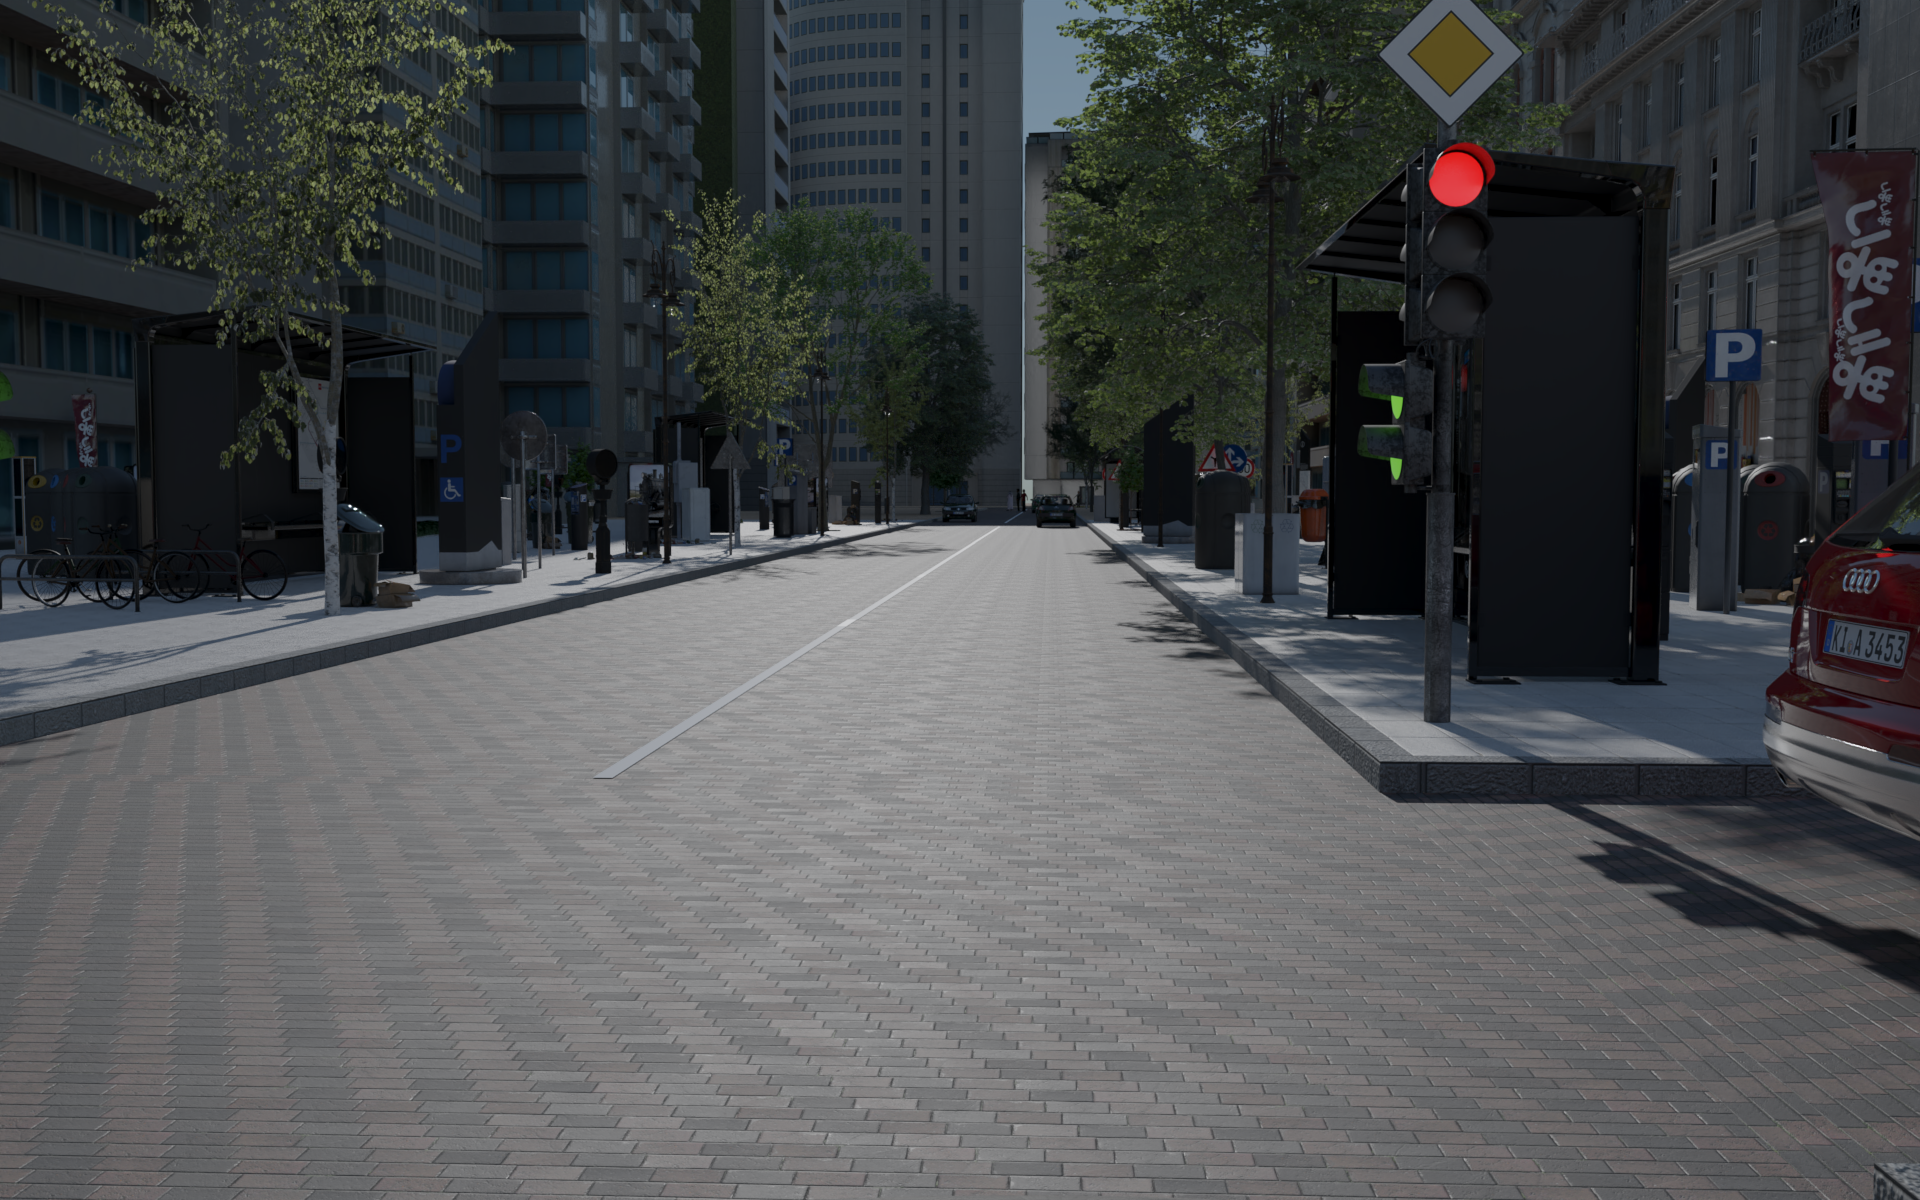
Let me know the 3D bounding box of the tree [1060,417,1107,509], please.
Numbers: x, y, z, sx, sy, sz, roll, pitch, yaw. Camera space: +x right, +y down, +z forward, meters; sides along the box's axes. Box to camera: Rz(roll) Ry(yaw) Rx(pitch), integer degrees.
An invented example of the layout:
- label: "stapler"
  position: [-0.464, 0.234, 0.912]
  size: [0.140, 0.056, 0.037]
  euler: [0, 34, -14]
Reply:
- label: "tree"
  position: [10.633, -11.998, 146.524]
  size: [4.737, 8.622, 4.395]
  euler: [0, 3, 0]

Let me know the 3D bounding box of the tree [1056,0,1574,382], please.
- label: "tree"
  position: [5.123, -6.579, 25.688]
  size: [7.486, 12.596, 7.792]
  euler: [0, 3, 0]

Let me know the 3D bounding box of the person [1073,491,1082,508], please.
- label: "person"
  position: [11.232, -9.537, 165.138]
  size: [0.721, 1.735, 1.217]
  euler: [-3, 5, -41]

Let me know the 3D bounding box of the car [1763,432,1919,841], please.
- label: "car"
  position: [5.372, 0.206, 5.299]
  size: [5.304, 1.827, 2.281]
  euler: [0, 4, 4]

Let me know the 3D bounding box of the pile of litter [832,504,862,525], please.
- label: "pile of litter"
  position: [-4.689, -3.550, 72.013]
  size: [1.176, 0.858, 1.719]
  euler: [-1, 4, -20]

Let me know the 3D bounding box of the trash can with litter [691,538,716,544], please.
- label: "trash can with litter"
  position: [-7.397, -2.038, 44.381]
  size: [2.233, 1.210, 1.678]
  euler: [0, 4, 4]

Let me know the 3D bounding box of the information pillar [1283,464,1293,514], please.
- label: "information pillar"
  position: [7.827, -2.286, 41.872]
  size: [0.304, 2.012, 0.304]
  euler: [3, 4, 38]

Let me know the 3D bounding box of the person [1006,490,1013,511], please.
- label: "person"
  position: [4.308, -8.539, 148.787]
  size: [0.621, 1.740, 0.551]
  euler: [3, 5, 42]

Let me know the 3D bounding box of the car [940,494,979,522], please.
- label: "car"
  position: [0.002, -4.859, 89.238]
  size: [2.009, 1.686, 4.222]
  euler: [0, 4, 2]

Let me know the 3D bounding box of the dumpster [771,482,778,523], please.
- label: "dumpster"
  position: [-7.595, -4.300, 76.068]
  size: [1.264, 1.857, 1.865]
  euler: [0, 4, 3]

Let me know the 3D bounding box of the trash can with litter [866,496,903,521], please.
- label: "trash can with litter"
  position: [-3.518, -4.343, 82.063]
  size: [1.678, 1.210, 2.233]
  euler: [-1, 4, -9]

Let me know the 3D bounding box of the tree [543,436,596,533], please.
- label: "tree"
  position: [-12.640, -3.873, 57.918]
  size: [1.663, 3.219, 1.824]
  euler: [0, 3, 0]

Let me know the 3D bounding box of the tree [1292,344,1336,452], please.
- label: "tree"
  position: [16.971, -7.594, 74.529]
  size: [4.360, 8.622, 3.978]
  euler: [0, 3, 0]

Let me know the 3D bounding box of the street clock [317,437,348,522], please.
- label: "street clock"
  position: [-8.001, -1.074, 22.125]
  size: [0.358, 2.002, 0.471]
  euler: [0, 4, 0]

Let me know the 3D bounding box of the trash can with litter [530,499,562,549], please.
- label: "trash can with litter"
  position: [-9.668, -1.793, 40.696]
  size: [0.624, 1.170, 1.055]
  euler: [-3, 5, -41]

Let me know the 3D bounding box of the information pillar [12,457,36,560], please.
- label: "information pillar"
  position: [-18.365, -1.807, 34.037]
  size: [0.304, 2.012, 0.304]
  euler: [2, 4, 28]

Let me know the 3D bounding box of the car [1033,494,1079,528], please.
- label: "car"
  position: [4.184, -4.014, 75.422]
  size: [2.009, 1.686, 4.222]
  euler: [0, 4, 3]

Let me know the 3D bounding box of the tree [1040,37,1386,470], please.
- label: "tree"
  position: [5.151, -6.180, 35.462]
  size: [7.601, 10.594, 8.767]
  euler: [1, 4, 14]

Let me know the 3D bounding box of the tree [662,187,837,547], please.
- label: "tree"
  position: [-5.313, -5.590, 41.763]
  size: [4.360, 8.622, 3.978]
  euler: [0, 3, 0]

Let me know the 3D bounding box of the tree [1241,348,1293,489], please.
- label: "tree"
  position: [14.895, -8.029, 81.637]
  size: [4.360, 8.622, 3.978]
  euler: [0, 3, 0]

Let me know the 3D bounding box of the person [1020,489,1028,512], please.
- label: "person"
  position: [5.052, -7.912, 137.800]
  size: [0.705, 1.831, 1.348]
  euler: [-2, 4, -33]

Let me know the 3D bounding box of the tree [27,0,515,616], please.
- label: "tree"
  position: [-6.885, -4.140, 18.053]
  size: [4.360, 8.622, 3.978]
  euler: [0, 3, 0]

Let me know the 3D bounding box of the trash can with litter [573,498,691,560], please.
- label: "trash can with litter"
  position: [-6.809, -1.427, 34.397]
  size: [2.233, 1.210, 1.678]
  euler: [-3, 5, -43]

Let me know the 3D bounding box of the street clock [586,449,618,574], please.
- label: "street clock"
  position: [-5.762, -1.428, 27.923]
  size: [0.358, 2.002, 0.471]
  euler: [3, 5, 40]

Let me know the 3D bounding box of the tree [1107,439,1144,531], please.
- label: "tree"
  position: [5.986, -4.023, 60.373]
  size: [1.663, 3.219, 1.824]
  euler: [0, 3, 0]

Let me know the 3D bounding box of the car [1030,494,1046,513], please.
- label: "car"
  position: [6.336, -7.269, 130.654]
  size: [2.131, 1.459, 4.920]
  euler: [0, 4, 4]

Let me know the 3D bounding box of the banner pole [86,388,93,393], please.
- label: "banner pole"
  position: [-20.450, -3.096, 40.631]
  size: [0.401, 3.779, 0.863]
  euler: [0, 4, -8]

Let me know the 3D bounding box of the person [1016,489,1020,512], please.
- label: "person"
  position: [4.507, -7.761, 135.022]
  size: [0.705, 1.869, 1.348]
  euler: [0, 4, 3]

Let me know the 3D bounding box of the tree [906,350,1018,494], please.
- label: "tree"
  position: [0.026, -14.474, 147.022]
  size: [12.009, 13.543, 11.850]
  euler: [0, 3, 0]

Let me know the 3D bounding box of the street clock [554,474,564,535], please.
- label: "street clock"
  position: [-12.753, -3.082, 54.957]
  size: [0.358, 2.002, 0.471]
  euler: [1, 4, 9]

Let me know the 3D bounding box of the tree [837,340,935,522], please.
- label: "tree"
  position: [-3.314, -7.931, 80.036]
  size: [4.737, 8.622, 4.395]
  euler: [0, 3, 0]

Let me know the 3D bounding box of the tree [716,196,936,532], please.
- label: "tree"
  position: [-4.650, -8.184, 59.565]
  size: [9.928, 11.665, 9.643]
  euler: [0, 3, 0]

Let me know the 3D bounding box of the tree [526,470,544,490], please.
- label: "tree"
  position: [-15.337, -4.288, 64.709]
  size: [1.663, 3.219, 1.824]
  euler: [0, 3, 0]

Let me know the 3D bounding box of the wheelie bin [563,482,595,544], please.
- label: "wheelie bin"
  position: [-9.848, -2.255, 44.776]
  size: [0.693, 1.594, 0.980]
  euler: [0, 4, 2]

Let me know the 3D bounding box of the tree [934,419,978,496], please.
- label: "tree"
  position: [-0.662, -11.057, 131.138]
  size: [4.360, 8.622, 3.978]
  euler: [0, 3, 0]

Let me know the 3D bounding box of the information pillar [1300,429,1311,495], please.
- label: "information pillar"
  position: [12.320, -4.316, 61.918]
  size: [0.183, 3.616, 0.504]
  euler: [-2, 4, -29]

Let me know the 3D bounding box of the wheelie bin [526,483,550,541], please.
- label: "wheelie bin"
  position: [-11.734, -2.458, 48.094]
  size: [0.693, 1.594, 0.980]
  euler: [-1, 4, -13]

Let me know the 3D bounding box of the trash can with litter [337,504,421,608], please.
- label: "trash can with litter"
  position: [-6.655, -0.511, 19.744]
  size: [1.055, 1.170, 0.624]
  euler: [1, 4, 18]

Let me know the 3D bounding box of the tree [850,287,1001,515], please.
- label: "tree"
  position: [-2.100, -12.277, 107.382]
  size: [9.857, 13.997, 8.962]
  euler: [0, 3, 0]

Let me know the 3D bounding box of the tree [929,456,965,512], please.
- label: "tree"
  position: [-1.116, -8.645, 125.063]
  size: [4.285, 4.588, 4.351]
  euler: [0, 3, 0]
